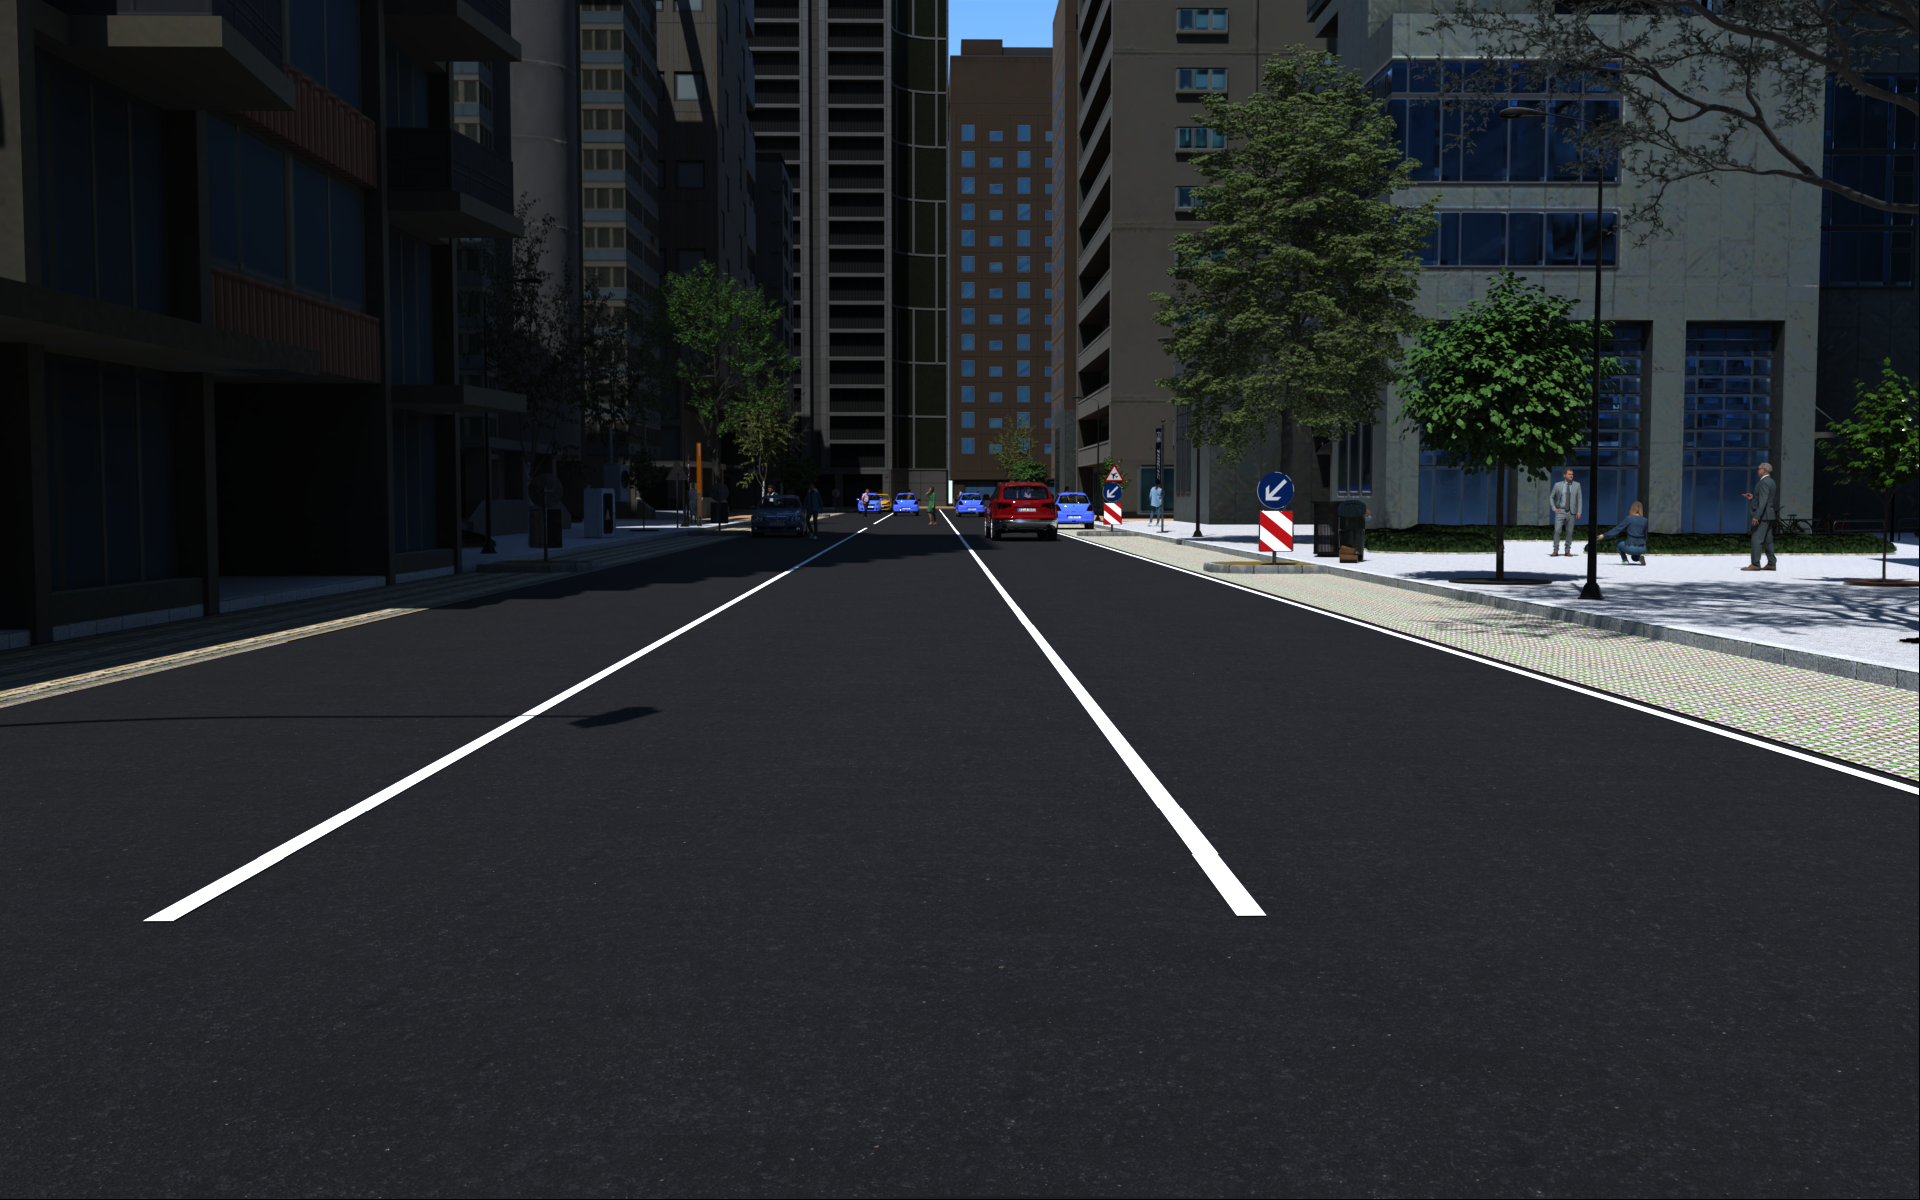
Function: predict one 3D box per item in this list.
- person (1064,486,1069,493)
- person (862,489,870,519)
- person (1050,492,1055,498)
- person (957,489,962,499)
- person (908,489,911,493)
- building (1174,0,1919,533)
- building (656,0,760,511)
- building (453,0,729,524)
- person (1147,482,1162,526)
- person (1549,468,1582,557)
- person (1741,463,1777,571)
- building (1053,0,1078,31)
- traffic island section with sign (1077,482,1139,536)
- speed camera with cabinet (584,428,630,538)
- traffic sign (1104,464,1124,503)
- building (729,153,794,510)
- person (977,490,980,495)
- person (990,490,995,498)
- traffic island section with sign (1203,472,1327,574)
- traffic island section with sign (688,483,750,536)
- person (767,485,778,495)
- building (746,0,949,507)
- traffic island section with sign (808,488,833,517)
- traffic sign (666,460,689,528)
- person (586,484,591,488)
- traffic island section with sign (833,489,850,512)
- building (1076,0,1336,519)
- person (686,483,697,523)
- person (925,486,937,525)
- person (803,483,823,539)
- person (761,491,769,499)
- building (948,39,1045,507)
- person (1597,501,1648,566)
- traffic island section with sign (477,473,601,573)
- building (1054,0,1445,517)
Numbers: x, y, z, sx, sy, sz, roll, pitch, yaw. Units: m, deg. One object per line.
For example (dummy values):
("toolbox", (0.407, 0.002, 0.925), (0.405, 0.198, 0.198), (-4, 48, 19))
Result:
("person", (6.349, -5.785, 101.347), (0.721, 1.735, 1.217), (0, 4, 3))
("person", (-5.462, -5.630, 101.485), (0.436, 1.711, 0.756), (3, 5, 40))
("person", (6.954, -8.081, 138.262), (1.348, 1.812, 0.705), (1, 4, 13))
("person", (-0.092, -8.329, 144.540), (0.599, 1.838, 0.709), (1, 4, 18))
("person", (-3.924, -7.744, 135.203), (1.348, 1.812, 0.705), (1, 4, 20))
("building", (21.705, -46.032, 65.289), (22.319, 86.520, 31.000), (0, 4, -1))
("building", (-28.638, -32.443, 119.689), (28.713, 52.752, 27.495), (0, 4, -1))
("building", (-29.638, -24.602, 94.122), (32.217, 40.220, 23.993), (0, 4, -1))
("person", (7.777, -3.821, 68.778), (0.793, 1.790, 0.793), (-1, 4, -19))
("person", (12.457, -1.804, 35.630), (0.635, 1.810, 0.391), (0, 4, 7))
("person", (13.390, -1.397, 29.057), (0.590, 1.801, 0.661), (3, 4, 37))
("building", (15.312, -30.512, 148.988), (14.600, 45.320, 14.200), (0, 4, -1))
("traffic island section with sign", (5.023, -3.094, 59.214), (1.989, 1.847, 2.006), (0, 4, -1))
("speed camera with cabinet", (-10.405, -3.469, 51.061), (0.660, 3.252, 2.038), (1, 4, 13))
("traffic sign", (6.587, -4.525, 73.993), (0.884, 2.594, 0.081), (1, 4, 8))
("building", (-21.551, -23.096, 149.319), (14.107, 30.474, 14.160), (0, 4, -1))
("person", (1.538, -8.564, 148.605), (0.705, 1.814, 1.350), (0, 4, 2))
("person", (2.750, -7.557, 132.201), (1.348, 1.807, 0.705), (3, 5, 42))
("traffic island section with sign", (5.541, -1.419, 31.836), (1.989, 1.847, 2.006), (0, 4, -1))
("traffic island section with sign", (-8.303, -3.136, 59.908), (1.989, 1.847, 2.006), (0, 4, -1))
("person", (-7.347, -3.611, 67.883), (0.623, 1.781, 0.721), (0, 4, -3))
("building", (-11.431, -45.137, 176.241), (20.611, 71.187, 20.563), (0, 4, -1))
("traffic island section with sign", (-9.235, -6.179, 109.646), (1.989, 1.847, 2.006), (0, 4, -1))
("traffic sign", (-10.656, -3.993, 65.285), (0.884, 2.594, 0.081), (0, 4, 4))
("person", (-17.358, -4.554, 81.055), (0.362, 1.759, 0.519), (0, 4, 5))
("traffic island section with sign", (-9.725, -7.827, 136.597), (1.989, 1.847, 2.006), (0, 4, -1))
("building", (18.294, -29.102, 99.517), (21.300, 48.544, 21.600), (0, 4, -1))
("person", (-11.682, -4.238, 75.690), (0.694, 1.780, 0.624), (0, 4, 1))
("person", (-1.272, -4.335, 79.627), (0.529, 1.795, 0.600), (-2, 4, -29))
("person", (-4.675, -2.832, 55.155), (0.601, 1.785, 0.444), (1, 4, 18))
("person", (-12.250, -6.372, 110.937), (1.217, 1.736, 0.721), (2, 4, 35))
("building", (6.025, -32.071, 174.472), (14.200, 45.320, 14.600), (0, 4, -1))
("person", (12.035, -1.207, 31.282), (1.012, 1.151, 0.738), (0, 4, 1))
("traffic island section with sign", (-7.790, -1.449, 32.312), (1.989, 1.847, 2.006), (0, 4, -1))
("building", (19.221, -49.667, 124.721), (22.319, 86.520, 31.000), (0, 4, -1))
